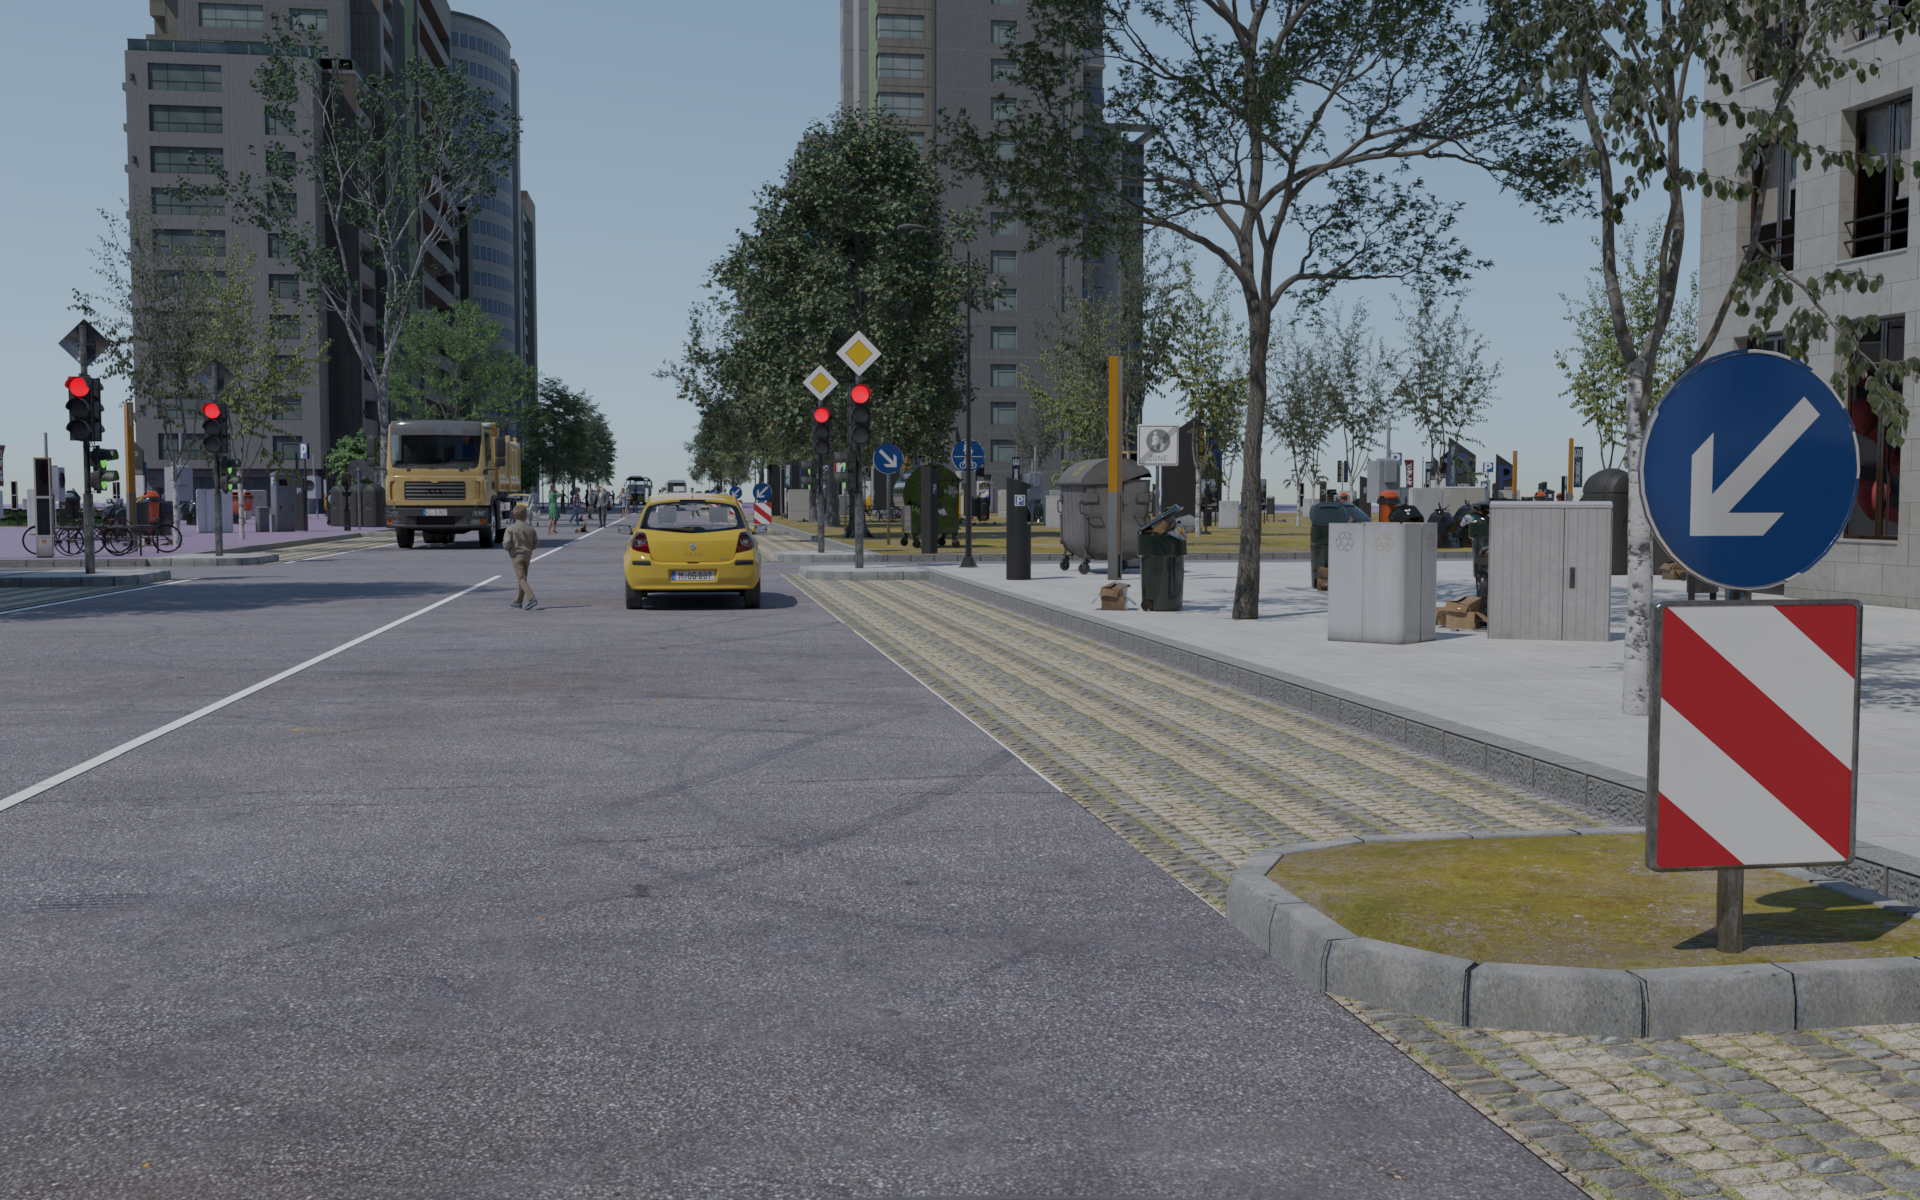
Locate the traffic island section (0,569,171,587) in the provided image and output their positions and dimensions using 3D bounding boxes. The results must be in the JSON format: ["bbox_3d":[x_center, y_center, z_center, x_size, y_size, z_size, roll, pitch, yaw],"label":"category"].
[{"bbox_3d":[-14.046,-0.346,27.938,2.009,0.180,2.903,-1,4,-9],"label":"traffic island section"}]

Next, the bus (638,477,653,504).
[{"bbox_3d":[-45.576,-15.754,249.124,2.896,3.916,12.252,-1,4,-9],"label":"bus"}]

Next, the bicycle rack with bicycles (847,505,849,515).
[{"bbox_3d":[-5.535,-5.433,102.216,2.925,0.926,2.852,-1,4,-16],"label":"bicycle rack with bicycles"}]

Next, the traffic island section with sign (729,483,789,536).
[{"bbox_3d":[-7.026,-3.160,60.299,1.989,1.847,2.006,-1,4,-9],"label":"traffic island section with sign"}]

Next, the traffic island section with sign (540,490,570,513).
[{"bbox_3d":[-31.412,-7.660,133.865,1.989,1.847,2.006,-1,4,-9],"label":"traffic island section with sign"}]

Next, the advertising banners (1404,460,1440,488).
[{"bbox_3d":[23.531,-5.615,87.999,2.074,3.025,0.090,0,4,-7],"label":"advertising banners"}]

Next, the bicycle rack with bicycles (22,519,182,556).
[{"bbox_3d":[-18.196,-1.415,36.516,2.925,0.926,2.852,-1,4,-13],"label":"bicycle rack with bicycles"}]

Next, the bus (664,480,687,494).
[{"bbox_3d":[-37.332,-14.211,227.208,2.948,3.499,13.247,-1,4,-11],"label":"bus"}]

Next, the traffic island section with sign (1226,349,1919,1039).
[{"bbox_3d":[1.943,0.191,5.509,1.989,1.847,2.006,-1,4,-9],"label":"traffic island section with sign"}]

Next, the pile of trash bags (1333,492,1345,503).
[{"bbox_3d":[21.187,-5.213,94.988,1.912,1.369,3.447,1,4,16],"label":"pile of trash bags"}]

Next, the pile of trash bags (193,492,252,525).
[{"bbox_3d":[-31.325,-3.769,71.382,3.447,1.369,1.912,-1,4,-11],"label":"pile of trash bags"}]

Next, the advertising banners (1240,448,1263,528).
[{"bbox_3d":[10.918,-4.194,64.764,0.090,3.025,2.074,2,4,32],"label":"advertising banners"}]

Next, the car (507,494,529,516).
[{"bbox_3d":[-25.894,-5.593,101.670,2.015,1.641,3.980,-1,4,-10],"label":"car"}]

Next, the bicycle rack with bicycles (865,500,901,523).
[{"bbox_3d":[-2.681,-3.948,77.925,2.925,0.926,2.852,-1,4,-21],"label":"bicycle rack with bicycles"}]

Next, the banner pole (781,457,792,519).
[{"bbox_3d":[-8.872,-5.989,87.942,0.863,3.779,0.401,2,4,29],"label":"banner pole"}]

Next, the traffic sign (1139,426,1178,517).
[{"bbox_3d":[2.903,-1.429,25.487,0.606,2.300,0.079,0,4,-5],"label":"traffic sign"}]

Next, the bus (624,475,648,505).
[{"bbox_3d":[-43.251,-14.705,231.965,2.896,3.916,12.252,-1,4,-8],"label":"bus"}]

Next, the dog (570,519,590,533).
[{"bbox_3d":[-14.055,-2.680,64.016,0.748,0.427,0.550,-1,4,-13],"label":"dog"}]

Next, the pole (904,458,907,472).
[{"bbox_3d":[-2.828,-5.879,89.972,0.158,3.312,0.155,0,3,0],"label":"pole"}]

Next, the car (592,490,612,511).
[{"bbox_3d":[-31.564,-8.737,151.523,2.281,1.827,5.304,-1,4,-9],"label":"car"}]

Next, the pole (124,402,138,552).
[{"bbox_3d":[-18.429,-2.730,38.481,0.158,3.312,0.155,0,3,0],"label":"pole"}]

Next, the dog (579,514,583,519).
[{"bbox_3d":[-19.796,-4.257,89.791,0.748,0.427,0.550,-1,4,-10],"label":"dog"}]

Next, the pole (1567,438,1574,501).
[{"bbox_3d":[22.284,-4.244,63.227,0.158,3.312,0.155,0,3,0],"label":"pole"}]

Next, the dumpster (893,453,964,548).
[{"bbox_3d":[-0.749,-2.402,41.763,1.502,2.255,1.985,-1,4,-9],"label":"dumpster"}]

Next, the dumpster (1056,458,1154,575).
[{"bbox_3d":[2.367,-1.377,28.277,1.264,1.857,1.865,-1,4,-9],"label":"dumpster"}]

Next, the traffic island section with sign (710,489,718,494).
[{"bbox_3d":[-11.379,-4.787,86.902,1.989,1.847,2.006,-1,4,-9],"label":"traffic island section with sign"}]

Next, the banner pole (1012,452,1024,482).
[{"bbox_3d":[3.504,-6.937,103.436,0.863,3.779,0.401,0,4,-7],"label":"banner pole"}]

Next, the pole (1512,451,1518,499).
[{"bbox_3d":[26.089,-5.359,81.471,0.158,3.312,0.155,0,3,0],"label":"pole"}]

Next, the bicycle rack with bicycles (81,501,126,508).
[{"bbox_3d":[-43.258,-4.593,88.481,2.925,0.926,2.852,1,4,12],"label":"bicycle rack with bicycles"}]

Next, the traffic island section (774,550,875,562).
[{"bbox_3d":[-3.008,-0.951,37.824,2.009,0.180,2.903,-1,4,-9],"label":"traffic island section"}]

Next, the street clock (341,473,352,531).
[{"bbox_3d":[-21.288,-3.399,60.142,0.358,2.002,0.471,0,4,-6],"label":"street clock"}]

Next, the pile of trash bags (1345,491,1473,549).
[{"bbox_3d":[11.297,-1.998,42.426,1.912,1.369,3.447,-1,4,-21],"label":"pile of trash bags"}]

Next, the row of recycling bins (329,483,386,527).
[{"bbox_3d":[-23.622,-3.717,67.889,1.069,1.692,3.534,-3,5,-45],"label":"row of recycling bins"}]

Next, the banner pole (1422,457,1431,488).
[{"bbox_3d":[31.536,-7.778,117.186,0.863,3.779,0.401,0,3,0],"label":"banner pole"}]

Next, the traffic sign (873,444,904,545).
[{"bbox_3d":[-1.807,-2.668,43.732,0.768,2.556,0.104,0,4,0],"label":"traffic sign"}]

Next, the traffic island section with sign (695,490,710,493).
[{"bbox_3d":[-23.858,-9.447,163.086,1.989,1.847,2.006,-1,4,-9],"label":"traffic island section with sign"}]

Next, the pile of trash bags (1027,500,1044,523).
[{"bbox_3d":[3.975,-4.210,78.585,3.447,1.369,1.912,3,5,42],"label":"pile of trash bags"}]

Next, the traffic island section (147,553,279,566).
[{"bbox_3d":[-15.336,-0.828,35.818,2.009,0.180,2.903,-1,4,-9],"label":"traffic island section"}]

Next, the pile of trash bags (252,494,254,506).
[{"bbox_3d":[-36.257,-4.574,84.537,3.447,1.369,1.912,-3,4,-38],"label":"pile of trash bags"}]

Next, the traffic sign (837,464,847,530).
[{"bbox_3d":[-3.805,-3.399,57.709,0.606,2.300,0.079,0,4,-5],"label":"traffic sign"}]

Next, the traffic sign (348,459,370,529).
[{"bbox_3d":[-21.757,-3.829,62.702,0.768,2.556,0.104,0,4,-4],"label":"traffic sign"}]

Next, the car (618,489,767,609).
[{"bbox_3d":[-3.554,-0.785,23.057,2.015,1.641,3.980,-1,4,-9],"label":"car"}]

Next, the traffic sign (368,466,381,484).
[{"bbox_3d":[-26.278,-4.765,78.016,0.768,2.556,0.104,0,4,-3],"label":"traffic sign"}]

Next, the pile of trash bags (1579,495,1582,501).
[{"bbox_3d":[42.517,-6.650,118.484,3.447,1.369,1.912,2,4,32],"label":"pile of trash bags"}]

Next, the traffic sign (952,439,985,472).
[{"bbox_3d":[0.185,-2.459,40.317,0.768,2.556,0.104,0,4,-3],"label":"traffic sign"}]

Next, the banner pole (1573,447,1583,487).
[{"bbox_3d":[28.452,-5.513,80.150,0.863,3.779,0.401,-1,4,-12],"label":"banner pole"}]

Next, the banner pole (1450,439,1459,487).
[{"bbox_3d":[22.123,-5.352,77.523,0.401,3.779,0.863,3,5,41],"label":"banner pole"}]

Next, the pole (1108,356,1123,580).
[{"bbox_3d":[2.309,-1.951,25.738,0.158,3.312,0.155,0,3,0],"label":"pole"}]

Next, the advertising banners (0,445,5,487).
[{"bbox_3d":[-34.246,-3.941,60.628,0.090,3.025,2.074,1,4,20],"label":"advertising banners"}]

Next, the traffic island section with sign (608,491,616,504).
[{"bbox_3d":[-49.201,-14.309,242.577,1.989,1.847,2.006,-1,4,-9],"label":"traffic island section with sign"}]

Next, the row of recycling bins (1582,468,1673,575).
[{"bbox_3d":[11.763,-1.255,27.634,3.534,1.692,1.069,0,3,0],"label":"row of recycling bins"}]

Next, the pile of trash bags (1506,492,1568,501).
[{"bbox_3d":[24.599,-3.993,75.030,1.912,1.369,3.447,0,4,-3],"label":"pile of trash bags"}]

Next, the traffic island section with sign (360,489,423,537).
[{"bbox_3d":[-19.032,-3.041,58.341,1.989,1.847,2.006,-1,4,-9],"label":"traffic island section with sign"}]

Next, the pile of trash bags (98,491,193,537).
[{"bbox_3d":[-25.058,-2.643,52.969,1.912,1.369,3.447,-3,4,-39],"label":"pile of trash bags"}]

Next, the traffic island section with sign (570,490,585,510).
[{"bbox_3d":[-35.776,-9.293,160.561,1.989,1.847,2.006,-1,4,-9],"label":"traffic island section with sign"}]

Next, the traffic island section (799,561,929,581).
[{"bbox_3d":[-1.717,-0.469,29.944,2.009,0.180,2.903,-1,4,-9],"label":"traffic island section"}]

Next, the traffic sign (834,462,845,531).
[{"bbox_3d":[-3.983,-3.660,59.944,0.768,2.556,0.104,0,4,-4],"label":"traffic sign"}]
